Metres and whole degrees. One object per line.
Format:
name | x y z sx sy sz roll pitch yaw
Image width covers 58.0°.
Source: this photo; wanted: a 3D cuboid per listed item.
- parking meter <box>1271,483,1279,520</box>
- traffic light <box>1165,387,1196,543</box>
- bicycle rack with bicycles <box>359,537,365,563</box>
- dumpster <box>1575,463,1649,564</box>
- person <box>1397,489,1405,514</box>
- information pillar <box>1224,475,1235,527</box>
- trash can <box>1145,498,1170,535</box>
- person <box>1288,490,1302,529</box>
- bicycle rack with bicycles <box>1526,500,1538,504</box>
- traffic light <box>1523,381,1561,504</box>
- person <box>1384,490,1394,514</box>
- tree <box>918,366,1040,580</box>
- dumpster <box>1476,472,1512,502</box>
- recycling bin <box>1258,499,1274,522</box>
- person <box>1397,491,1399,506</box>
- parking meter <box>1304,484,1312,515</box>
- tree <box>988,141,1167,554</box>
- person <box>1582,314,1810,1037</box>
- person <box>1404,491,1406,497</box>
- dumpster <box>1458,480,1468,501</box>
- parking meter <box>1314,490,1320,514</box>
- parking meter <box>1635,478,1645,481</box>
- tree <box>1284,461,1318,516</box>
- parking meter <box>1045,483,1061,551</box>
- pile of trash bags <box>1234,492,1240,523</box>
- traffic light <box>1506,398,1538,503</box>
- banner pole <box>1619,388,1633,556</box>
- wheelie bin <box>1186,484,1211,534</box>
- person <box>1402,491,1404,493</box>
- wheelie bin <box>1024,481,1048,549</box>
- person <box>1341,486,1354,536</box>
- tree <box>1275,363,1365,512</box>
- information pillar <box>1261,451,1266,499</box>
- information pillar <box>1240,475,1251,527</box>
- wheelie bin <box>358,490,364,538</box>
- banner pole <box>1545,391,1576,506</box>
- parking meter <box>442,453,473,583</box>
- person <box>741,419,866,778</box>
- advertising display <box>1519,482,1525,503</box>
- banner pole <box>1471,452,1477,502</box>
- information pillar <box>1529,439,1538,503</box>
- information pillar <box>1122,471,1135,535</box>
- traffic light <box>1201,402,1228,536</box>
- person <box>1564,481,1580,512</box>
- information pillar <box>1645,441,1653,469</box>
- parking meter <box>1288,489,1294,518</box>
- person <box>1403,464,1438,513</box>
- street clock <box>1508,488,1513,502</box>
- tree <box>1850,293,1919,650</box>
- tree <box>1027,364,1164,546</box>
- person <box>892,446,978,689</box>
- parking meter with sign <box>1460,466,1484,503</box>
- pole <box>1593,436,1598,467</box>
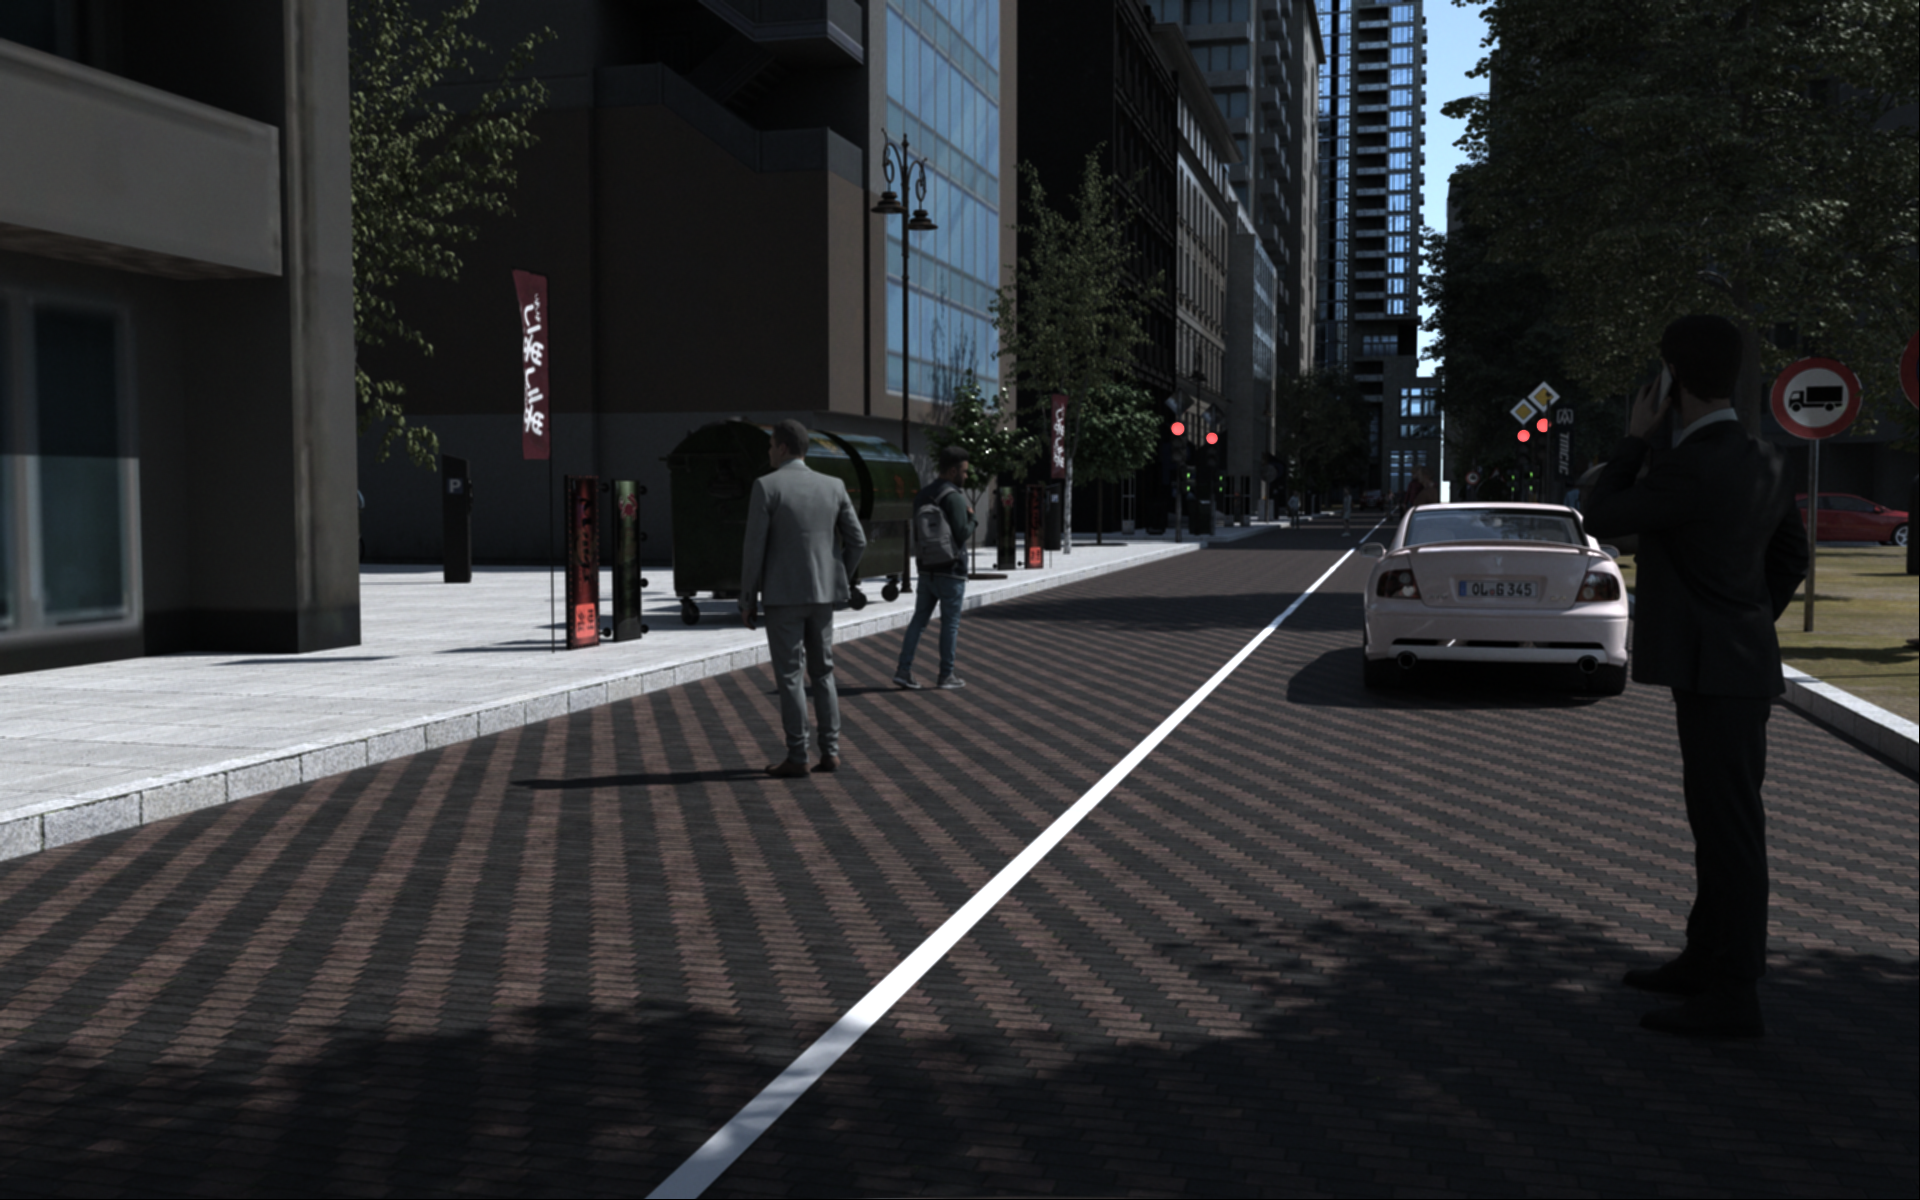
parking meter | 15.722 -4.940 86.473 0.399 1.863 0.255 0 4 8
traffic light | 5.755 -3.453 45.381 0.839 4.253 0.868 1 4 15
bicycle rack with bicycles | -11.707 -1.004 29.804 2.925 0.926 2.852 -3 5 -40
dumpster | 11.708 -1.538 30.902 1.264 1.857 1.865 1 4 15
person | 32.132 -7.170 126.179 0.683 1.767 0.568 2 4 34
information pillar | 10.540 -3.872 67.796 0.304 2.012 0.304 2 4 34
trash can | 6.141 -2.610 54.320 0.748 1.137 0.748 0 3 0
person | 13.682 -3.698 70.777 0.589 1.601 0.330 -1 4 -23
bicycle rack with bicycles | 33.031 -5.235 98.973 2.925 0.926 2.852 -1 4 -21
traffic light | 14.480 -3.316 43.132 0.839 4.253 0.868 1 4 15
person | 30.135 -6.895 121.828 0.593 1.750 0.643 -1 4 -13
tree | 0.098 -1.942 26.356 1.663 3.219 1.824 0 3 0
dumpster | 24.143 -4.640 78.364 1.502 2.255 1.985 1 4 15
recycling bin | 14.325 -4.193 81.105 0.722 1.027 0.722 1 4 12
person | 47.993 -11.016 189.280 0.621 1.740 0.551 -3 4 -37
parking meter | 21.050 -6.054 104.701 0.399 1.863 0.255 -1 4 -17
tree | 2.340 -5.302 37.057 4.737 8.622 4.395 0 3 0
person | 1.971 0.195 4.681 0.474 1.900 0.648 3 4 38
person | 44.143 -9.941 171.713 1.217 1.739 0.721 1 4 19
dumpster | 32.472 -6.581 110.094 1.502 2.255 1.985 1 4 14
parking meter | 23.245 -6.379 112.706 0.372 1.533 0.369 0 3 0
parking meter | 16.526 -2.224 42.072 0.255 1.863 0.399 1 4 17
tree | 19.539 -6.490 100.705 1.663 3.219 1.824 0 3 0
parking meter | 2.111 -1.894 39.375 0.372 1.533 0.369 0 3 0
pile of trash bags | 12.292 -4.220 78.744 1.912 1.369 3.447 1 4 17
traffic light | 16.494 -3.788 50.860 0.839 4.253 0.868 1 4 15
banner pole | 13.884 -2.820 36.124 0.401 3.779 0.863 2 4 24
wheelie bin | 7.645 -2.903 55.371 0.980 1.594 0.693 -2 4 -31
person | 48.899 -11.152 190.923 0.705 1.812 1.348 0 4 -6
wheelie bin | 1.887 -1.996 40.543 0.693 1.594 0.980 1 4 14
person | 13.262 -3.049 59.361 0.522 1.701 0.512 0 4 -7
tree | 24.327 -11.487 122.232 8.767 10.594 7.601 1 4 14
information pillar | 16.561 -6.289 94.186 0.183 3.616 0.504 -2 4 -27
information pillar | 11.217 -3.888 68.058 0.304 2.012 0.304 -1 4 -18
wheelie bin | -8.377 -0.929 23.089 0.693 1.594 0.980 2 4 33
banner pole | 14.579 -3.197 42.286 0.863 3.779 0.401 1 4 19
parking meter | -7.249 -1.180 25.010 0.399 1.863 0.255 0 4 -7
person | -0.813 -0.014 8.831 0.635 1.810 0.391 -3 5 -41
advertising display | 26.294 -4.640 81.080 0.123 1.923 0.974 2 4 28
banner pole | 30.465 -6.887 102.627 0.401 3.779 0.863 0 4 -6
information pillar | 20.600 -4.332 62.190 0.183 3.616 0.504 0 4 4
information pillar | 5.304 -3.062 54.555 0.304 2.012 0.304 2 4 35
traffic light | 7.769 -3.926 53.109 0.839 4.253 0.868 1 4 15
person | 16.369 -2.278 46.094 0.601 1.785 0.444 2 4 31
information pillar | 29.483 -5.066 74.181 0.183 3.616 0.504 0 4 -6
parking meter | 17.960 -5.230 93.922 0.372 1.533 0.369 0 3 0
person | 6.109 -0.882 22.897 0.573 1.828 0.580 -2 4 -26
street clock | 30.622 -5.622 96.486 0.358 2.002 0.471 1 4 9
tree | 8.413 -1.192 14.085 1.663 3.219 1.824 0 3 0
tree | 3.396 -3.637 43.178 4.285 4.588 4.351 0 3 0
person | -0.137 -0.237 12.723 0.623 1.781 0.721 3 4 36
parking meter with sign | 31.602 -6.774 107.016 1.738 3.016 0.543 -3 5 -40
pole | 22.467 -4.124 61.267 0.158 3.312 0.155 0 3 0
